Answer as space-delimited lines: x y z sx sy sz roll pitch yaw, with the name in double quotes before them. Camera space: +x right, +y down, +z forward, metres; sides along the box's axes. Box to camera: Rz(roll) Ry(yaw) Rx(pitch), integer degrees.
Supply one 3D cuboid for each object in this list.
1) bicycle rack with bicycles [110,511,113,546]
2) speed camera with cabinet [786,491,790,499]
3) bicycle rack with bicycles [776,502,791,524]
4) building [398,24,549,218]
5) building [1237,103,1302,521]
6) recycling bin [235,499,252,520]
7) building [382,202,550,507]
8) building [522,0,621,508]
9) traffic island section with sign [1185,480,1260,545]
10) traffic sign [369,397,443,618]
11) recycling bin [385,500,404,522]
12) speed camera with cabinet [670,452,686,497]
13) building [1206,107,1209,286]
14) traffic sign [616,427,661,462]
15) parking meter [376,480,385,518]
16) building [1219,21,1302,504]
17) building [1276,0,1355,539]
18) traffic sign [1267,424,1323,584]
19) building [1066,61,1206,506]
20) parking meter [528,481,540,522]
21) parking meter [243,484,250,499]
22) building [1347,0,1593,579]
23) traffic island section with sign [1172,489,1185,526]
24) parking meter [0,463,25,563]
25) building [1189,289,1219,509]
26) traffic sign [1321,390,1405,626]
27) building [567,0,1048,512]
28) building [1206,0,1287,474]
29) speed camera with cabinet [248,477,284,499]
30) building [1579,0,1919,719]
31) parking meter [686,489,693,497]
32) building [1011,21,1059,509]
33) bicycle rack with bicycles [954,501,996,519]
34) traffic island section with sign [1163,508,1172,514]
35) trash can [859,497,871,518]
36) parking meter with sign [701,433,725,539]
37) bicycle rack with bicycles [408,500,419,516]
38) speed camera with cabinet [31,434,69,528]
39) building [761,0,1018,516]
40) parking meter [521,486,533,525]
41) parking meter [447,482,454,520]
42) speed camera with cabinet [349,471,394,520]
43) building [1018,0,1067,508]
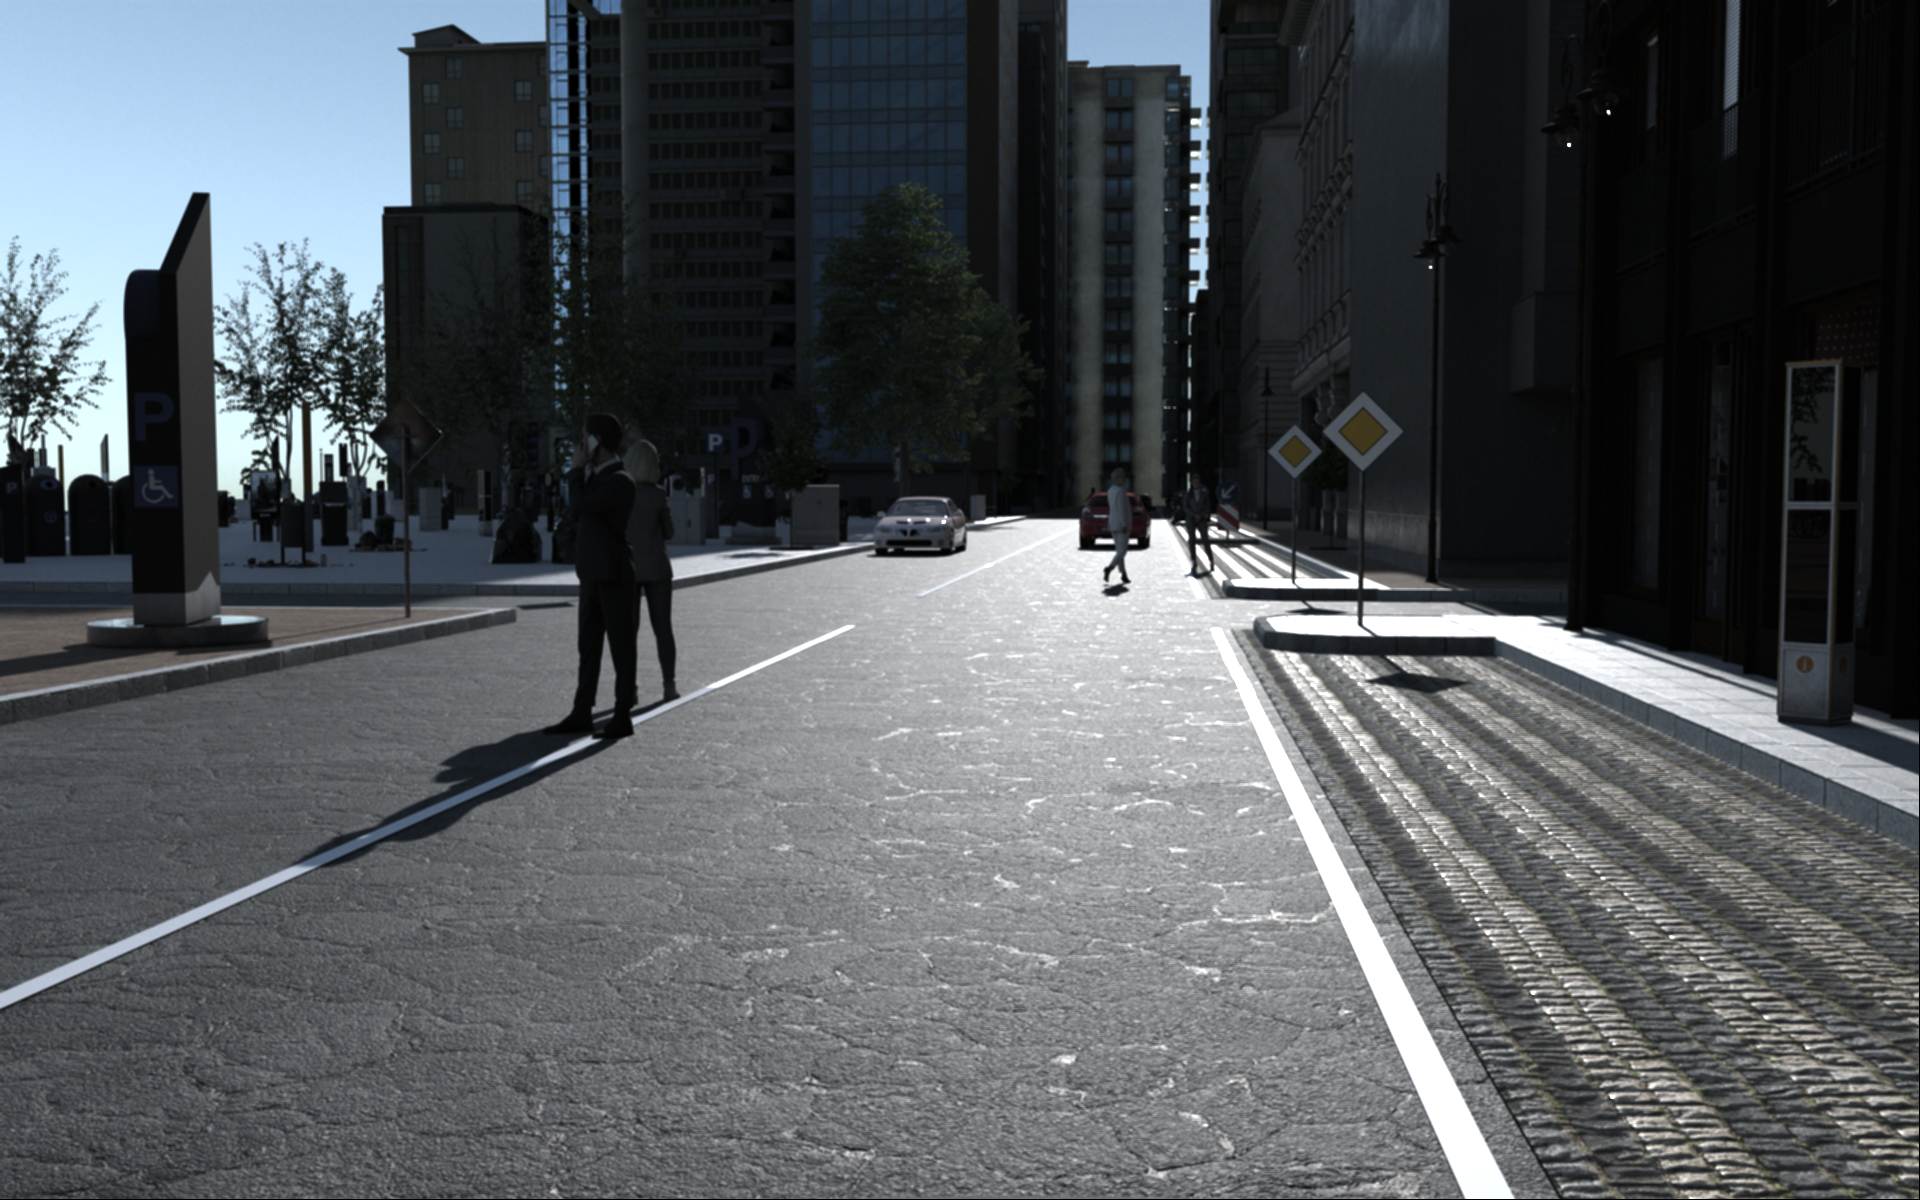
"bicycle rack with bicycles" -19.708 -1.771 42.343 2.852 0.926 2.925 -1 4 -14
"speed camera with cabinet" -7.337 -5.456 83.548 2.038 3.252 0.660 -1 4 -19
"bicycle rack with bicycles" -6.951 -3.754 74.756 2.925 0.926 2.852 0 4 5
"building" -46.088 -37.542 203.053 27.495 52.752 28.713 0 4 6
"building" 19.660 -14.714 89.724 9.793 20.994 18.267 0 4 6
"recycling bin" -35.013 -4.428 84.949 0.722 1.027 0.722 1 4 17
"building" -48.634 -24.679 175.209 14.107 30.474 14.160 0 4 6
"building" -26.469 -52.282 167.488 31.000 86.520 22.319 0 4 6
"traffic island section with sign" 7.567 -2.518 49.794 1.989 1.847 2.006 0 4 6
"traffic sign" -5.730 -0.874 17.924 0.795 2.450 0.064 0 4 6
"recycling bin" -25.920 -4.095 79.504 0.722 1.027 0.722 -3 5 -40
"speed camera with cabinet" -13.956 -5.325 81.407 2.038 3.252 0.660 -1 4 -17
"building" 42.329 -34.939 190.861 30.456 49.044 23.786 0 4 6
"traffic sign" -4.853 -1.359 25.861 0.795 2.450 0.064 0 4 6
"parking meter" -24.621 -4.154 73.636 0.255 1.863 0.399 0 4 -3
"building" 23.494 -20.661 109.507 14.160 30.474 14.107 0 4 6
"building" 16.437 -12.819 60.501 10.553 20.767 40.483 0 4 6
"traffic sign" 4.780 -1.293 24.781 0.795 2.450 0.064 0 4 6
"building" 11.449 -35.170 194.634 30.456 49.044 23.786 0 4 6
"parking meter" -19.562 -4.510 79.445 0.399 1.863 0.255 1 4 9
"parking meter" -39.447 -5.517 95.920 0.399 1.863 0.255 1 4 19
"building" 22.697 -12.862 29.356 30.058 24.678 14.314 0 4 6
"traffic island section with sign" 10.582 -4.183 77.018 1.989 1.847 2.006 0 4 6
"parking meter" -17.640 -1.620 32.197 0.399 1.863 0.255 -2 4 -32
"building" 35.380 -19.218 159.260 27.650 21.520 28.899 0 4 6
"traffic sign" 3.904 -0.807 16.844 0.795 2.450 0.064 0 4 6
"building" -9.955 -26.682 128.133 32.217 40.220 23.993 0 4 6
"building" 32.591 -33.061 129.785 28.713 52.752 27.495 0 4 6
"speed camera with cabinet" -37.766 -6.118 94.372 0.660 3.252 2.038 2 4 30
"building" 11.264 -10.882 7.597 12.332 23.373 15.834 0 4 6
"parking meter" -14.314 -5.092 91.657 0.372 1.533 0.369 0 3 0
"building" 0.882 -28.283 146.029 14.154 41.232 14.086 0 4 6
"bicycle rack with bicycles" 0.634 -4.576 88.201 2.852 0.926 2.925 -1 4 -14
"traffic island section with sign" 15.985 -7.179 125.997 1.989 1.847 2.006 0 4 6
"trash can" -5.115 -5.010 93.561 0.748 1.137 0.748 0 3 0
"parking meter with sign" -7.229 -3.300 50.208 0.543 3.016 1.738 -1 4 -17
"bicycle rack with bicycles" -32.272 -5.354 100.921 2.852 0.926 2.925 -1 4 -18
"speed camera with cabinet" -29.790 -3.879 57.765 2.038 3.252 0.660 -2 4 -34
"building" -3.839 -27.997 107.869 14.600 45.320 14.200 0 4 6
"parking meter" -14.019 -2.917 56.112 0.372 1.533 0.369 0 3 0
"parking meter" -25.344 -4.910 85.988 0.399 1.863 0.255 0 4 -5
"speed camera with cabinet" -29.498 -5.659 86.853 2.038 3.252 0.660 0 4 2
"building" -0.424 -44.535 166.405 20.611 71.187 20.563 0 4 6
